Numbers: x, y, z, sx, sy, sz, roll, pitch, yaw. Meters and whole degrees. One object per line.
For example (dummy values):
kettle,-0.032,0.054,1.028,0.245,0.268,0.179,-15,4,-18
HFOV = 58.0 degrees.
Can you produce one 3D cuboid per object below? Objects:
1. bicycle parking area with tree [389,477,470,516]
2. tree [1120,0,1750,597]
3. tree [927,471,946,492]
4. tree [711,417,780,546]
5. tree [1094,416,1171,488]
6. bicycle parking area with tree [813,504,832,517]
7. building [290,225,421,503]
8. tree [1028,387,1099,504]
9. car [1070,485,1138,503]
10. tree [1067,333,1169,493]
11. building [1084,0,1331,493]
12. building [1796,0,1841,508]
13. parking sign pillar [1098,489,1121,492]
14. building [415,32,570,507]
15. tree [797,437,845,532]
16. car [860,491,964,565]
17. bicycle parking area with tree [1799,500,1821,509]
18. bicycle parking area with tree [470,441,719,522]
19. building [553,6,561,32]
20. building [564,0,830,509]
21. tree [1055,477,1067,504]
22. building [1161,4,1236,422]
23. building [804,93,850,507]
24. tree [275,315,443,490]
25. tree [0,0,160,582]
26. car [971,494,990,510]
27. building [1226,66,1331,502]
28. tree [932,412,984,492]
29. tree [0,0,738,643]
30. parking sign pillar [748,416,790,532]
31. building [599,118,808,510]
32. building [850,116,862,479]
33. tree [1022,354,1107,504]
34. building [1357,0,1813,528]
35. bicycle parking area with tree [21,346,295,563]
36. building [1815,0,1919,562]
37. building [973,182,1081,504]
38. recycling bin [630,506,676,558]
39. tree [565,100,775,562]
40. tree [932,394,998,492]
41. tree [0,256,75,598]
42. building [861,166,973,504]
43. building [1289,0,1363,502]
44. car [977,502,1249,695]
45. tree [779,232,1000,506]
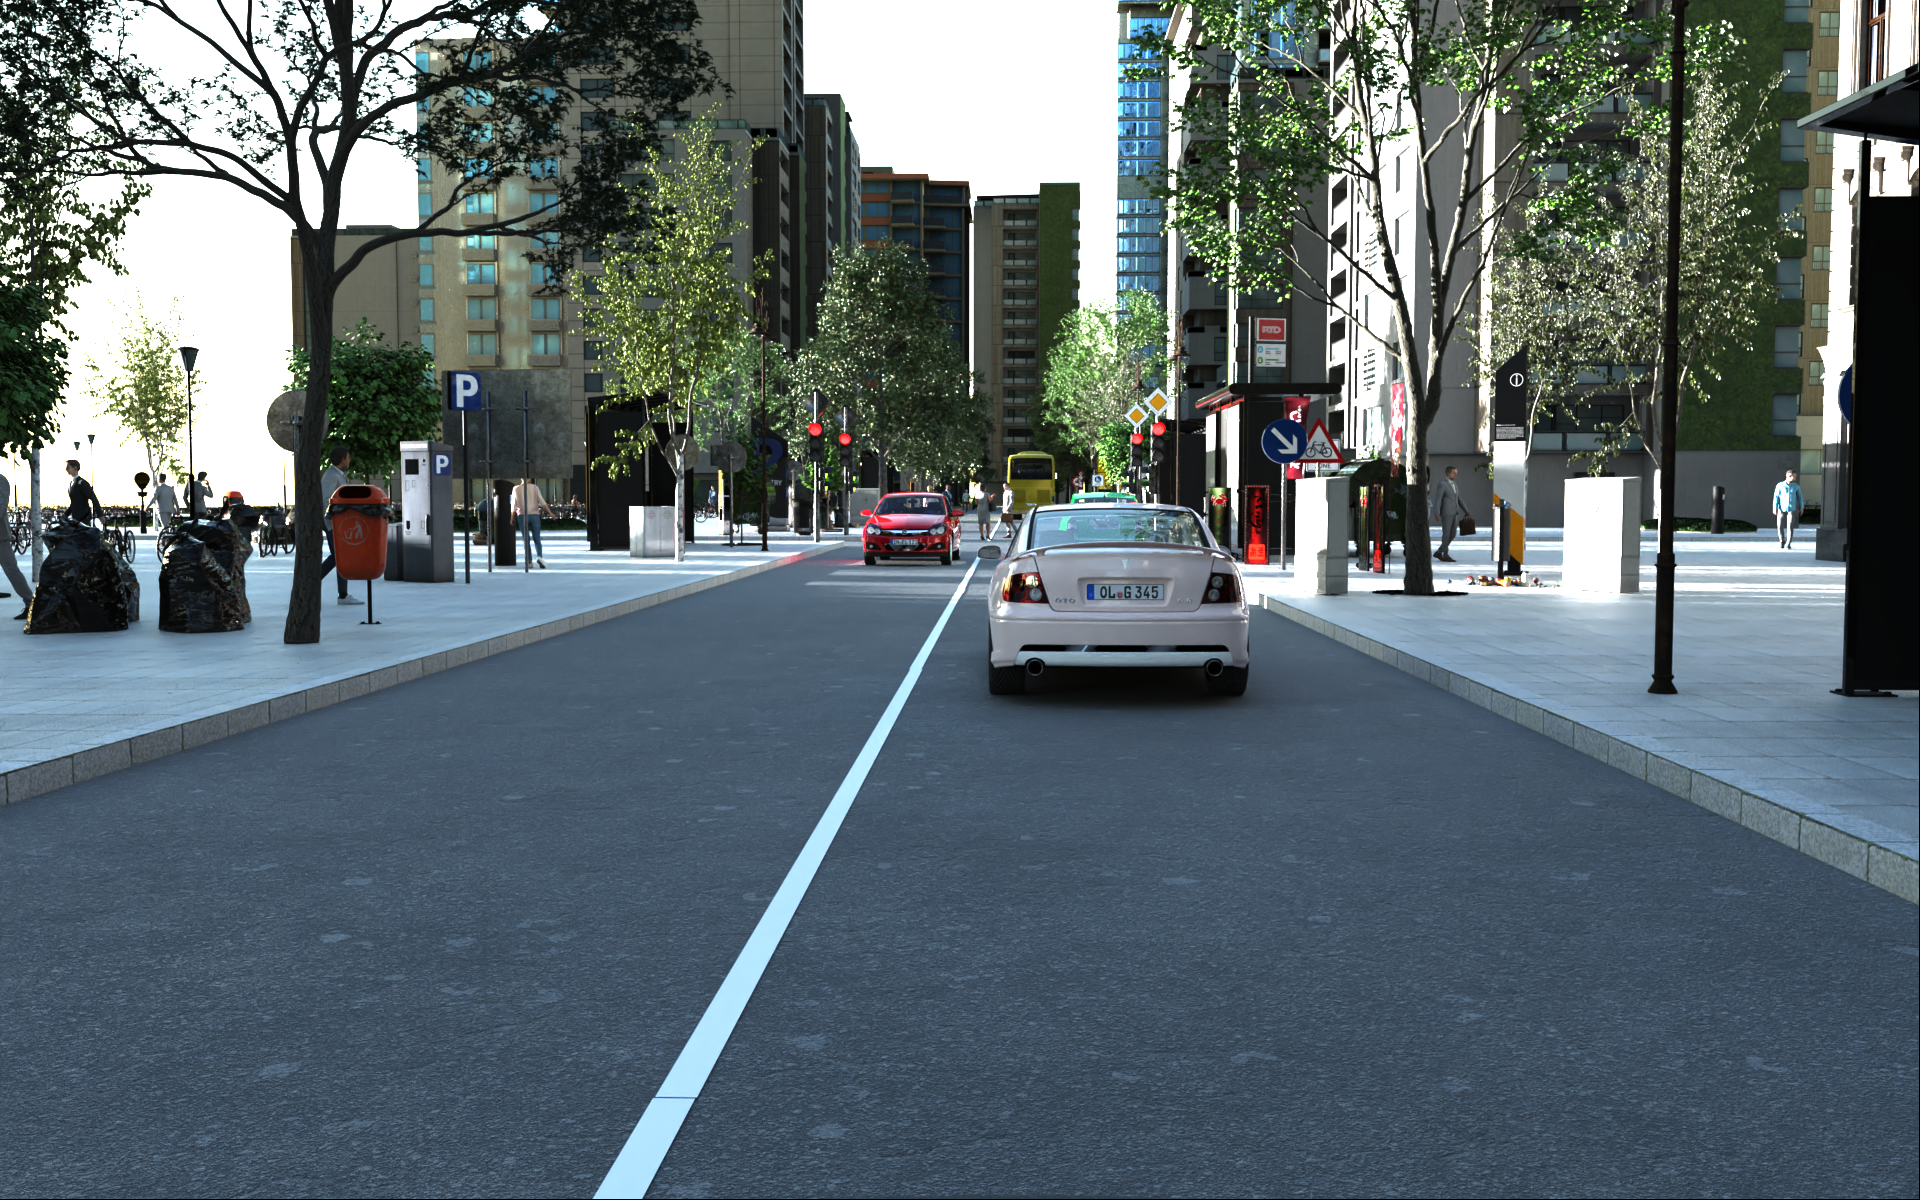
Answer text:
bicycle parking area with tree,-26.466,-5.314,73.884,8.231,4.147,9.016,2,4,29
tree,5.890,-5.881,21.904,9.928,11.665,9.643,0,3,0
tree,-2.117,-8.492,133.451,1.663,3.219,1.824,0,3,0
tree,-5.341,-2.982,43.355,1.663,3.219,1.824,0,3,0
tree,6.707,-5.014,65.691,4.285,4.588,4.351,0,3,0
bicycle parking area with tree,-11.117,-6.612,95.103,9.016,4.147,8.231,0,4,5
building,-63.480,-25.569,189.756,14.107,30.474,14.160,0,4,2
tree,9.964,-14.684,157.098,9.611,12.733,9.660,0,3,0
car,2.908,-1.619,35.262,1.959,1.807,4.718,0,4,3
tree,7.001,-7.852,78.735,4.360,8.622,3.978,0,3,0
building,32.452,-56.243,232.248,31.000,86.520,22.319,0,4,2
building,71.182,-35.921,176.547,27.495,52.752,28.713,0,4,2
parking sign pillar,9.309,-6.973,102.488,1.447,3.967,1.447,-3,5,-45
building,-40.954,-34.452,182.891,30.456,49.044,23.786,0,4,2
tree,-4.495,-3.945,59.102,1.663,3.219,1.824,0,3,0
car,-0.967,-1.673,36.399,2.155,1.783,4.494,0,4,4
bicycle parking area with tree,48.649,-7.443,108.693,9.016,4.147,8.231,0,4,5
bicycle parking area with tree,-15.123,-5.432,75.815,9.016,4.147,8.231,1,4,16
building,-43.619,-56.394,234.715,31.000,86.520,22.319,0,4,2
building,-22.359,-43.766,153.827,20.563,71.187,20.611,0,4,2
tree,9.765,-10.790,171.013,1.663,3.219,1.824,0,3,0
building,36.018,-36.033,178.386,28.713,52.752,27.495,0,4,2
building,-18.961,-29.869,171.958,14.154,41.232,14.086,0,4,2
tree,-10.985,-2.945,31.864,4.285,4.588,4.351,0,3,0
tree,-13.700,-4.566,25.014,4.737,8.622,4.395,0,3,0
car,1.995,-9.341,161.525,1.959,1.807,4.718,0,3,0
building,25.460,-21.363,120.987,14.160,30.474,14.107,0,4,2
tree,-1.632,-15.503,171.598,7.486,12.596,7.792,0,3,0
tree,-5.330,-4.904,14.593,7.601,10.594,8.767,0,3,0
parking sign pillar,-6.582,-4.354,59.657,1.447,3.967,1.447,1,4,9
building,-19.889,-22.335,136.876,14.160,30.474,14.107,0,4,2
building,-17.923,-30.819,187.480,14.086,41.232,14.154,0,4,2
tree,8.658,-13.225,134.355,7.486,12.596,7.792,0,3,0
building,24.682,-23.671,70.619,14.086,41.232,14.154,0,4,2
bicycle parking area with tree,-17.629,-2.840,33.439,8.231,4.147,9.016,1,4,8
building,21.116,-10.704,24.157,9.793,20.994,18.267,0,4,2
building,8.713,-33.395,229.596,14.086,41.232,14.154,0,4,2
recycling bin,-6.275,-1.394,35.348,0.722,1.027,0.722,-2,4,-35
tree,-5.412,-5.050,32.923,4.737,8.622,4.395,0,3,0
tree,-1.347,-12.870,144.836,8.767,10.594,7.601,-1,4,-14
tree,-12.565,-2.300,21.324,4.285,4.588,4.351,0,3,0
building,-12.842,-35.448,234.197,28.867,44.769,22.147,0,4,2
building,30.196,-40.123,94.271,20.563,71.187,20.611,0,4,2
car,1.164,-0.084,13.731,2.083,1.381,4.827,0,4,2
tree,-3.501,-9.744,76.319,9.611,12.733,9.660,0,3,0
